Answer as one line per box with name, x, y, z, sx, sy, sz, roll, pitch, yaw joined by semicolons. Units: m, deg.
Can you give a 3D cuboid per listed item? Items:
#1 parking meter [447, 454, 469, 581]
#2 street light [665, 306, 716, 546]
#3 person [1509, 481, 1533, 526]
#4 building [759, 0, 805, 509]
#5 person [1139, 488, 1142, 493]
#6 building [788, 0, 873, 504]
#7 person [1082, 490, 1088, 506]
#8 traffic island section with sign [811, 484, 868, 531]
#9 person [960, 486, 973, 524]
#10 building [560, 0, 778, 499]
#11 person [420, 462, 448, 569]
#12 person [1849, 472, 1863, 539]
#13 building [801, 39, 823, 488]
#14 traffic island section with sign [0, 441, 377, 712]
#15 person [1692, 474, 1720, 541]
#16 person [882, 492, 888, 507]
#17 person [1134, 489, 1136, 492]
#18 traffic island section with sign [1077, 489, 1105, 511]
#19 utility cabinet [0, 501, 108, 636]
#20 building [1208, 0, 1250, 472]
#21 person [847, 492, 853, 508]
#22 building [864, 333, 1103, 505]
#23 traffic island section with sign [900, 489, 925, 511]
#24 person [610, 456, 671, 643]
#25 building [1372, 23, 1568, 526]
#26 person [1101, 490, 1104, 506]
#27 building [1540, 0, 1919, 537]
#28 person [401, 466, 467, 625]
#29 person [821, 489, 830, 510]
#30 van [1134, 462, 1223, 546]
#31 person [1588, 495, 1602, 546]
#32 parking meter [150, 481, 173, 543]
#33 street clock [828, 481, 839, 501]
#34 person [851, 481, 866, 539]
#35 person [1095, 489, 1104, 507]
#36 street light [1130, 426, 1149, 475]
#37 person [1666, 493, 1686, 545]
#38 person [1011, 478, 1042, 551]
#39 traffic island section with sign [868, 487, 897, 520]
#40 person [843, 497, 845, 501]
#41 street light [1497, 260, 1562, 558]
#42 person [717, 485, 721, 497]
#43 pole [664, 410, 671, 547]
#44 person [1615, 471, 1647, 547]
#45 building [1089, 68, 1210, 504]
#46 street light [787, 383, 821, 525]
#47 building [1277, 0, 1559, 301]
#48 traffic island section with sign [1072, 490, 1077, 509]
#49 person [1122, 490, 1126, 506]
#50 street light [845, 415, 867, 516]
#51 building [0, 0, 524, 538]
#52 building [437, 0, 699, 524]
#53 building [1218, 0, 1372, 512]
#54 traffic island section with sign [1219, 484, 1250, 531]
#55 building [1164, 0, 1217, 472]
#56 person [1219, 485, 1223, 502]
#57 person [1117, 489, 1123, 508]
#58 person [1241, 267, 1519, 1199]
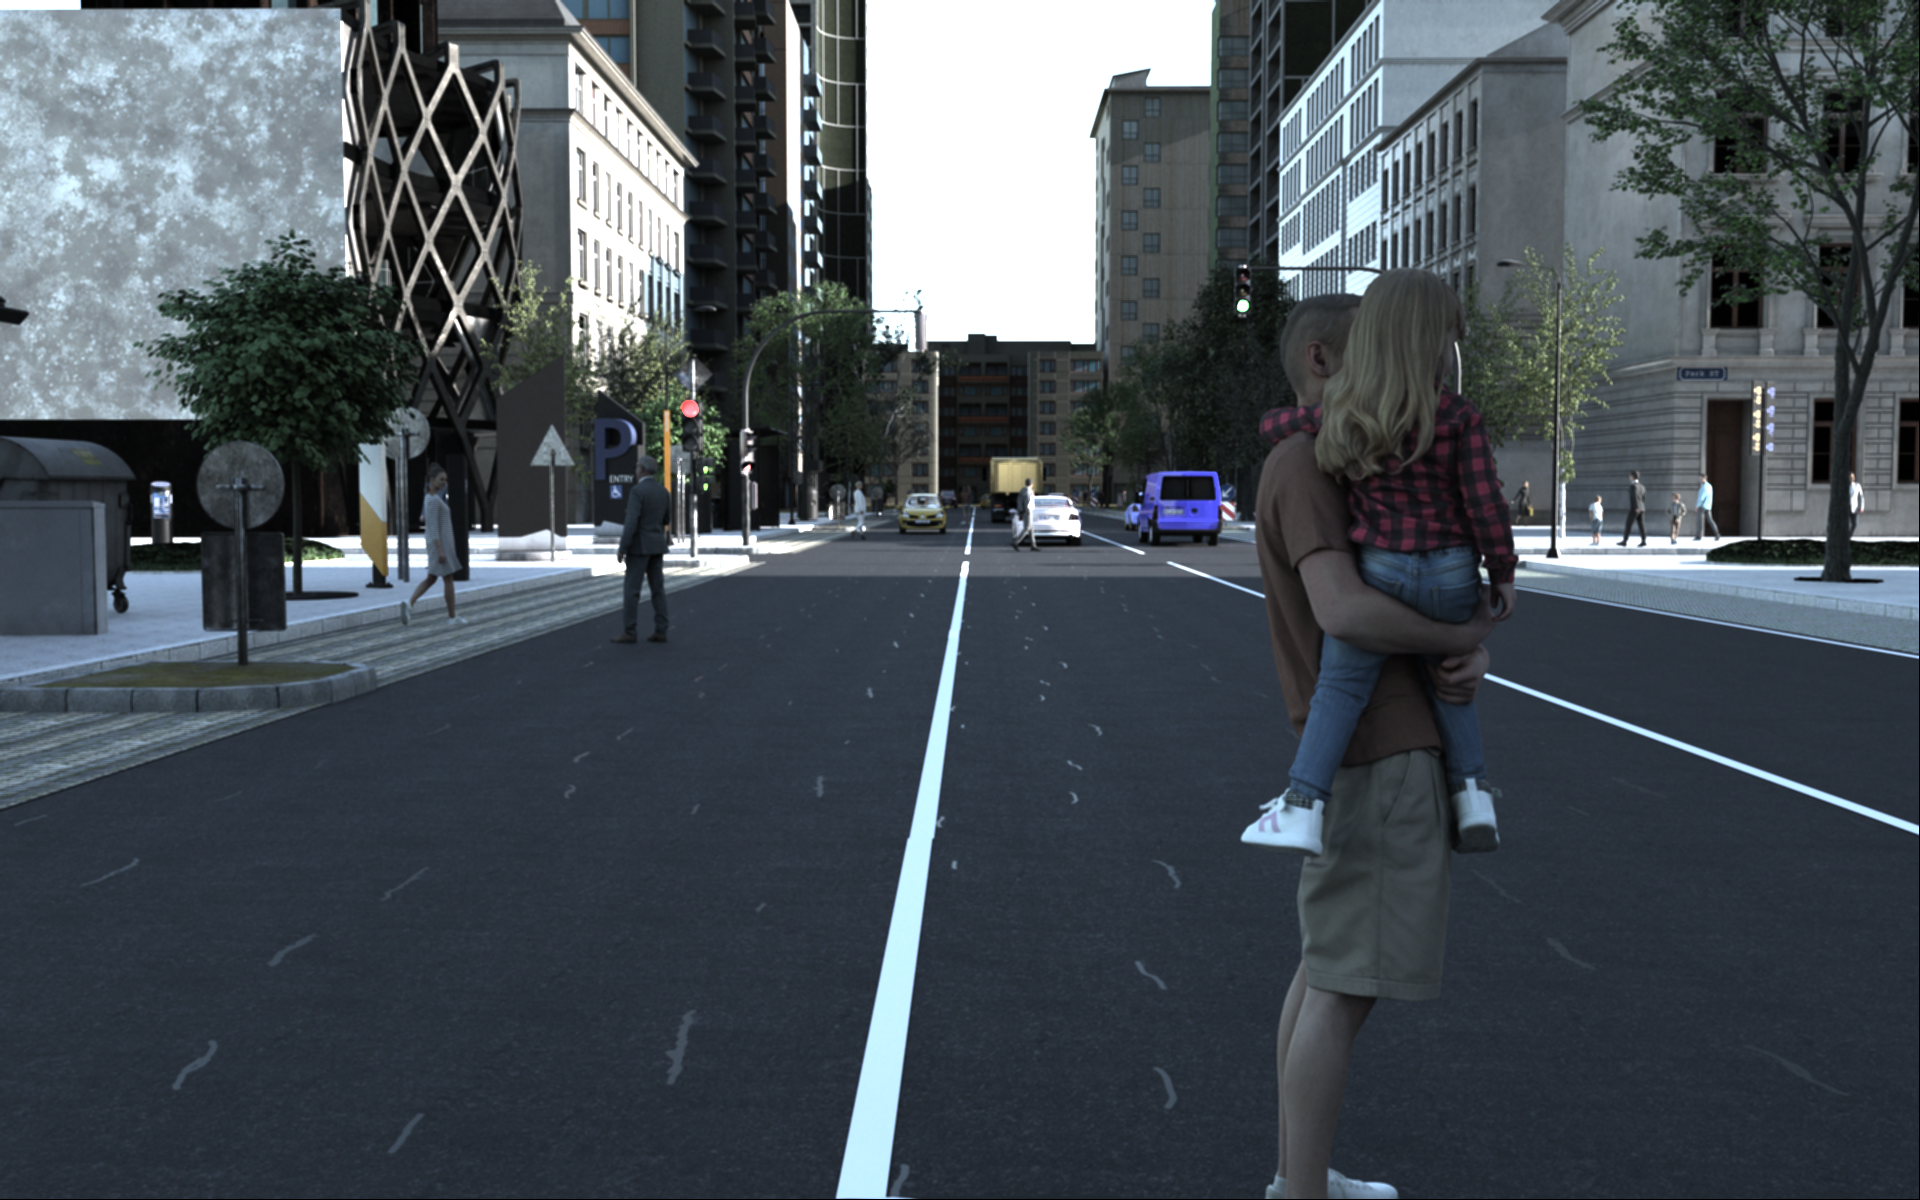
parking meter;-7.435;-1.220;25.663;0.255;1.863;0.399;-1;4;-8
street light;-6.734;-4.309;42.999;1.470;5.913;1.316;0;4;1
person;22.113;-3.844;69.111;1.509;1.804;0.699;0;4;7
building;-21.492;-30.845;154.426;14.600;45.320;14.200;0;4;1
person;13.820;-7.665;132.182;1.217;1.723;0.721;-2;4;-32
building;-21.833;-47.710;218.314;20.611;71.187;20.563;0;4;1
person;13.185;-10.750;182.722;0.541;1.710;0.530;2;4;26
traffic island section with sign;-4.744;-3.619;67.801;1.989;1.847;2.006;0;4;1
person;0.336;-4.571;83.203;0.573;1.828;0.580;3;4;36
building;-25.870;-29.219;132.357;22.147;44.769;28.867;0;4;1
person;-8.941;-1.441;29.628;0.581;1.822;0.654;-3;5;-42
person;22.241;-2.293;43.375;0.661;1.843;0.795;1;4;16
building;-29.436;-33.883;173.600;30.456;49.044;23.786;0;4;1
traffic island section with sign;-5.286;-0.221;12.239;1.989;1.847;2.006;0;4;1
person;20.459;-2.545;47.515;0.638;1.841;0.748;-2;4;-30
person;-7.411;-10.052;170.949;0.990;1.755;0.434;3;5;42
person;18.389;-10.788;182.442;0.705;1.822;1.348;0;4;1
traffic island section with sign;11.027;-8.315;144.579;1.989;1.847;2.006;0;4;1
utility cabinet;-8.381;-0.286;15.837;1.020;1.237;0.306;0;4;-5
building;27.797;-28.283;146.018;14.154;41.232;14.086;0;4;1
person;-10.031;-9.288;157.882;1.348;1.826;0.705;-2;4;-32
building;2.956;-23.132;223.253;28.899;21.520;27.650;0;4;1
traffic island section with sign;-3.994;-8.325;144.735;1.989;1.847;2.006;0;4;1
person;-3.119;-0.499;16.833;0.590;1.801;0.661;2;4;30
building;25.412;-13.997;78.005;9.793;20.994;18.267;0;4;1
person;14.811;-10.701;181.726;0.721;1.743;1.217;-1;4;-23
building;30.995;-13.427;55.681;21.152;22.565;11.583;0;4;1
person;-5.699;-0.584;18.797;0.466;1.731;0.760;3;4;36
person;-10.297;-7.885;135.479;1.217;1.766;0.721;0;4;-6
van;6.234;-2.767;49.631;2.240;2.365;5.245;0;4;1
person;15.787;-1.976;43.042;0.332;1.250;0.352;2;4;27
parking meter;-15.471;-1.539;33.574;0.372;1.533;0.369;0;3;0
street clock;-7.366;-6.008;102.808;0.471;2.002;0.358;3;4;37
person;-3.202;-2.816;54.417;0.514;1.842;0.818;3;5;42
person;14.133;-10.322;175.361;0.990;1.755;0.434;0;4;-7
street light;12.253;-8.887;117.844;1.470;5.913;1.316;0;4;1
person;18.225;-2.066;44.091;0.475;1.303;0.640;1;4;15
person;1.688;-2.141;43.606;0.850;1.850;0.679;-1;4;-12
traffic island section with sign;-4.479;-5.302;95.311;1.989;1.847;2.006;0;4;1
person;-11.371;-9.894;171.028;0.991;1.433;0.599;3;5;44
street light;11.357;-3.793;34.556;1.470;5.913;1.316;0;4;1
person;-12.747;-5.300;92.973;0.520;1.790;0.573;1;4;20
pole;-7.134;-2.959;42.219;0.158;3.312;0.155;0;3;0
person;16.382;-2.223;42.172;0.659;1.850;0.755;-3;4;-37
building;31.162;-38.770;223.130;27.495;52.752;28.713;0;4;1
street light;-6.503;-6.106;72.372;1.470;5.913;1.316;0;4;1
building;26.767;-19.860;102.207;11.434;29.767;29.804;0;4;1
traffic island section with sign;11.293;-9.967;171.580;1.989;1.847;2.006;0;4;1
person;17.985;-11.206;190.065;0.445;1.727;0.742;1;4;9
street light;-6.187;-7.917;101.989;1.470;5.913;1.316;0;4;1
building;-23.800;-11.696;58.674;16.820;18.784;16.811;0;4;1
building;-23.545;-15.552;87.565;16.112;22.955;30.059;0;4;1
building;30.863;-42.132;127.104;20.563;71.187;20.611;0;4;1
traffic island section with sign;10.285;-3.642;68.181;1.989;1.847;2.006;0;4;1
building;32.934;-52.304;167.833;22.319;86.520;31.000;0;4;1
person;14.311;-5.464;95.477;0.391;1.810;0.635;0;4;6
person;14.585;-9.217;157.408;0.621;1.740;0.551;1;4;8
person;0.743;0.323;3.191;0.573;1.828;0.580;-2;4;-33
